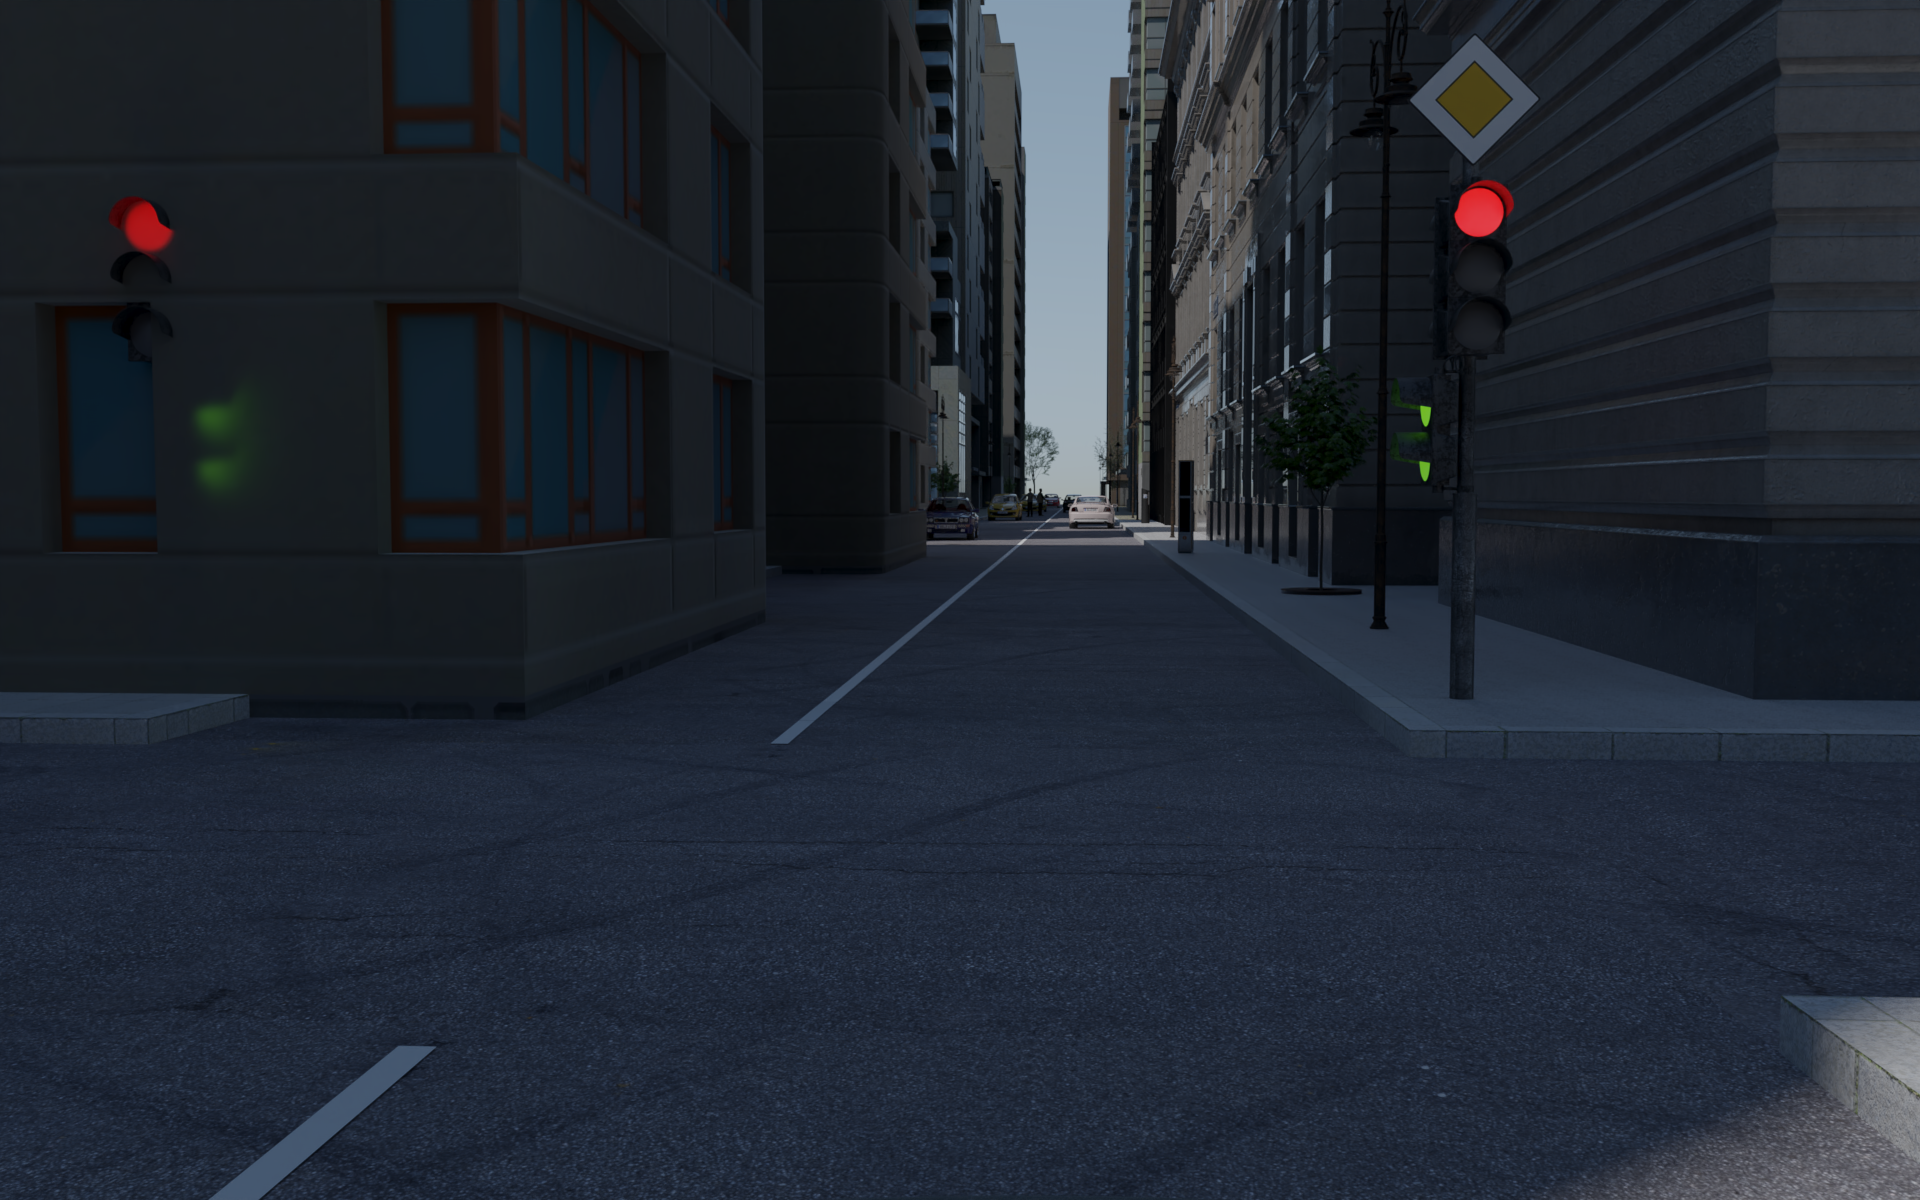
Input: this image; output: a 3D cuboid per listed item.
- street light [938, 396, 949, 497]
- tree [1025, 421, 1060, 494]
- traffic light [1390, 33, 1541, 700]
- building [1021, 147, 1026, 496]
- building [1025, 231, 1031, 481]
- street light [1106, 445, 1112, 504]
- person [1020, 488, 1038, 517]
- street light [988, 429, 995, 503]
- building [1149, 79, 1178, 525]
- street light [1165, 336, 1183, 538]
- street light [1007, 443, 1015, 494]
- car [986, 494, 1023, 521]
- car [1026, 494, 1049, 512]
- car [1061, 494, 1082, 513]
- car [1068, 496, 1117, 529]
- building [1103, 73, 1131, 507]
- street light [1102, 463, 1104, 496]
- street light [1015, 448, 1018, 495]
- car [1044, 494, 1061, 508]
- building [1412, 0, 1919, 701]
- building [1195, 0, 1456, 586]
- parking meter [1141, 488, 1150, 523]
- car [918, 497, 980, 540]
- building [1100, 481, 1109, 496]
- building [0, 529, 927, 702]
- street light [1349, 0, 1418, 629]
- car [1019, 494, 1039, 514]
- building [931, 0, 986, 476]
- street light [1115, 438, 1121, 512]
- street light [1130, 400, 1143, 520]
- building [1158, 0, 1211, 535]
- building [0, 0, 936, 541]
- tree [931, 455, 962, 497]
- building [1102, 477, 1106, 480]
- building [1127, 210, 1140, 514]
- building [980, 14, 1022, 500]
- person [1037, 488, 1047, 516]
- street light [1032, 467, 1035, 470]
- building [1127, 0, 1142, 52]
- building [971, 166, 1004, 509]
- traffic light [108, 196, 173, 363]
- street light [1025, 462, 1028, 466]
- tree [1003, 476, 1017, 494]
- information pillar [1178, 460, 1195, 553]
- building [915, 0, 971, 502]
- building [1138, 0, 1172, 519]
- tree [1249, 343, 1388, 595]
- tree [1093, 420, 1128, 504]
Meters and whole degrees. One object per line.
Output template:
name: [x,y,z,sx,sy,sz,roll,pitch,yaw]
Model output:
street light: [-0.791,-6.581,80.379,0.468,5.910,1.993,0,4,4]
tree: [10.447,-19.586,245.986,9.928,11.665,9.643,0,3,0]
traffic light: [3.129,-1.335,10.755,0.839,4.253,0.868,0,4,4]
building: [0.283,-31.496,198.546,14.154,41.232,14.086,0,4,4]
building: [-2.951,-36.817,221.573,23.786,49.044,30.456,0,4,4]
street light: [14.031,-11.539,161.444,0.468,5.910,1.993,0,4,4]
person: [4.383,-6.137,108.856,1.348,1.823,0.705,2,4,34]
street light: [2.183,-9.194,123.106,0.468,5.910,1.993,0,4,4]
building: [15.032,-15.154,77.452,12.332,23.373,15.834,0,4,4]
street light: [6.259,-4.774,50.841,0.468,5.910,1.993,0,4,4]
street light: [4.493,-11.305,157.626,0.468,5.910,1.993,0,4,4]
car: [2.445,-5.114,93.844,2.015,1.641,3.980,0,4,5]
car: [6.107,-7.877,139.013,2.015,1.641,3.980,0,4,2]
car: [8.806,-7.588,133.851,2.009,1.686,4.222,0,4,4]
car: [5.559,-3.694,72.764,2.083,1.381,4.827,0,4,6]
building: [22.548,-32.574,182.687,14.600,45.320,14.200,0,4,4]
street light: [14.938,-12.436,176.111,0.468,5.910,1.993,0,4,4]
street light: [5.518,-12.170,171.769,0.468,5.910,1.993,0,4,4]
car: [9.357,-10.320,177.766,2.155,1.783,4.494,0,4,6]
building: [14.499,-11.336,14.223,19.941,23.489,11.050,0,4,4]
building: [11.674,-14.550,35.159,12.463,27.353,25.104,0,4,4]
parking meter: [8.122,-4.123,75.826,0.372,1.533,0.369,0,3,0]
car: [-0.327,-2.615,55.336,1.945,1.354,3.894,0,4,3]
building: [35.006,-33.008,231.563,32.217,40.220,23.993,0,4,4]
building: [-15.554,-11.047,25.654,27.650,21.520,28.899,0,4,4]
street light: [3.991,-2.662,16.310,0.468,5.910,1.993,0,4,4]
car: [5.174,-7.253,128.804,2.015,1.641,3.980,0,4,3]
building: [-12.093,-33.175,131.649,28.713,52.752,27.495,0,4,4]
street light: [11.572,-9.432,127.008,0.468,5.910,1.993,0,4,4]
street light: [8.737,-6.870,85.113,0.468,5.910,1.993,0,4,4]
building: [12.982,-13.617,58.802,11.583,22.565,21.152,0,4,4]
building: [-15.879,-13.462,65.150,27.650,21.520,28.899,0,4,4]
tree: [-0.693,-5.576,85.773,1.663,3.219,1.824,0,3,0]
building: [28.868,-35.772,204.478,23.786,49.044,30.456,0,4,4]
building: [25.427,-16.533,115.354,27.650,21.520,28.899,0,4,4]
building: [-4.605,-34.055,180.505,21.300,48.544,21.600,0,4,4]
person: [5.317,-6.427,113.674,0.705,1.812,1.348,-2,4,-25]
street light: [10.258,-16.371,240.445,0.468,5.910,1.993,0,4,4]
building: [25.276,-32.129,144.919,23.786,49.044,30.456,0,4,4]
building: [-3.469,-23.303,152.711,14.160,30.474,14.107,0,4,4]
traffic light: [-5.114,-1.369,11.307,0.839,4.253,0.868,0,4,4]
street light: [7.852,-14.268,206.073,0.468,5.910,1.993,0,4,4]
tree: [4.611,-10.230,161.859,1.663,3.219,1.824,0,3,0]
information pillar: [4.901,-2.022,37.546,0.304,2.012,0.304,1,4,17]
building: [-10.165,-48.213,100.950,22.319,86.520,31.000,0,4,4]
building: [16.749,-25.070,93.490,14.154,41.232,14.086,0,4,4]
tree: [4.544,-1.697,22.355,1.663,3.219,1.824,0,3,0]
tree: [15.308,-13.505,171.165,4.360,8.622,3.978,0,3,0]
